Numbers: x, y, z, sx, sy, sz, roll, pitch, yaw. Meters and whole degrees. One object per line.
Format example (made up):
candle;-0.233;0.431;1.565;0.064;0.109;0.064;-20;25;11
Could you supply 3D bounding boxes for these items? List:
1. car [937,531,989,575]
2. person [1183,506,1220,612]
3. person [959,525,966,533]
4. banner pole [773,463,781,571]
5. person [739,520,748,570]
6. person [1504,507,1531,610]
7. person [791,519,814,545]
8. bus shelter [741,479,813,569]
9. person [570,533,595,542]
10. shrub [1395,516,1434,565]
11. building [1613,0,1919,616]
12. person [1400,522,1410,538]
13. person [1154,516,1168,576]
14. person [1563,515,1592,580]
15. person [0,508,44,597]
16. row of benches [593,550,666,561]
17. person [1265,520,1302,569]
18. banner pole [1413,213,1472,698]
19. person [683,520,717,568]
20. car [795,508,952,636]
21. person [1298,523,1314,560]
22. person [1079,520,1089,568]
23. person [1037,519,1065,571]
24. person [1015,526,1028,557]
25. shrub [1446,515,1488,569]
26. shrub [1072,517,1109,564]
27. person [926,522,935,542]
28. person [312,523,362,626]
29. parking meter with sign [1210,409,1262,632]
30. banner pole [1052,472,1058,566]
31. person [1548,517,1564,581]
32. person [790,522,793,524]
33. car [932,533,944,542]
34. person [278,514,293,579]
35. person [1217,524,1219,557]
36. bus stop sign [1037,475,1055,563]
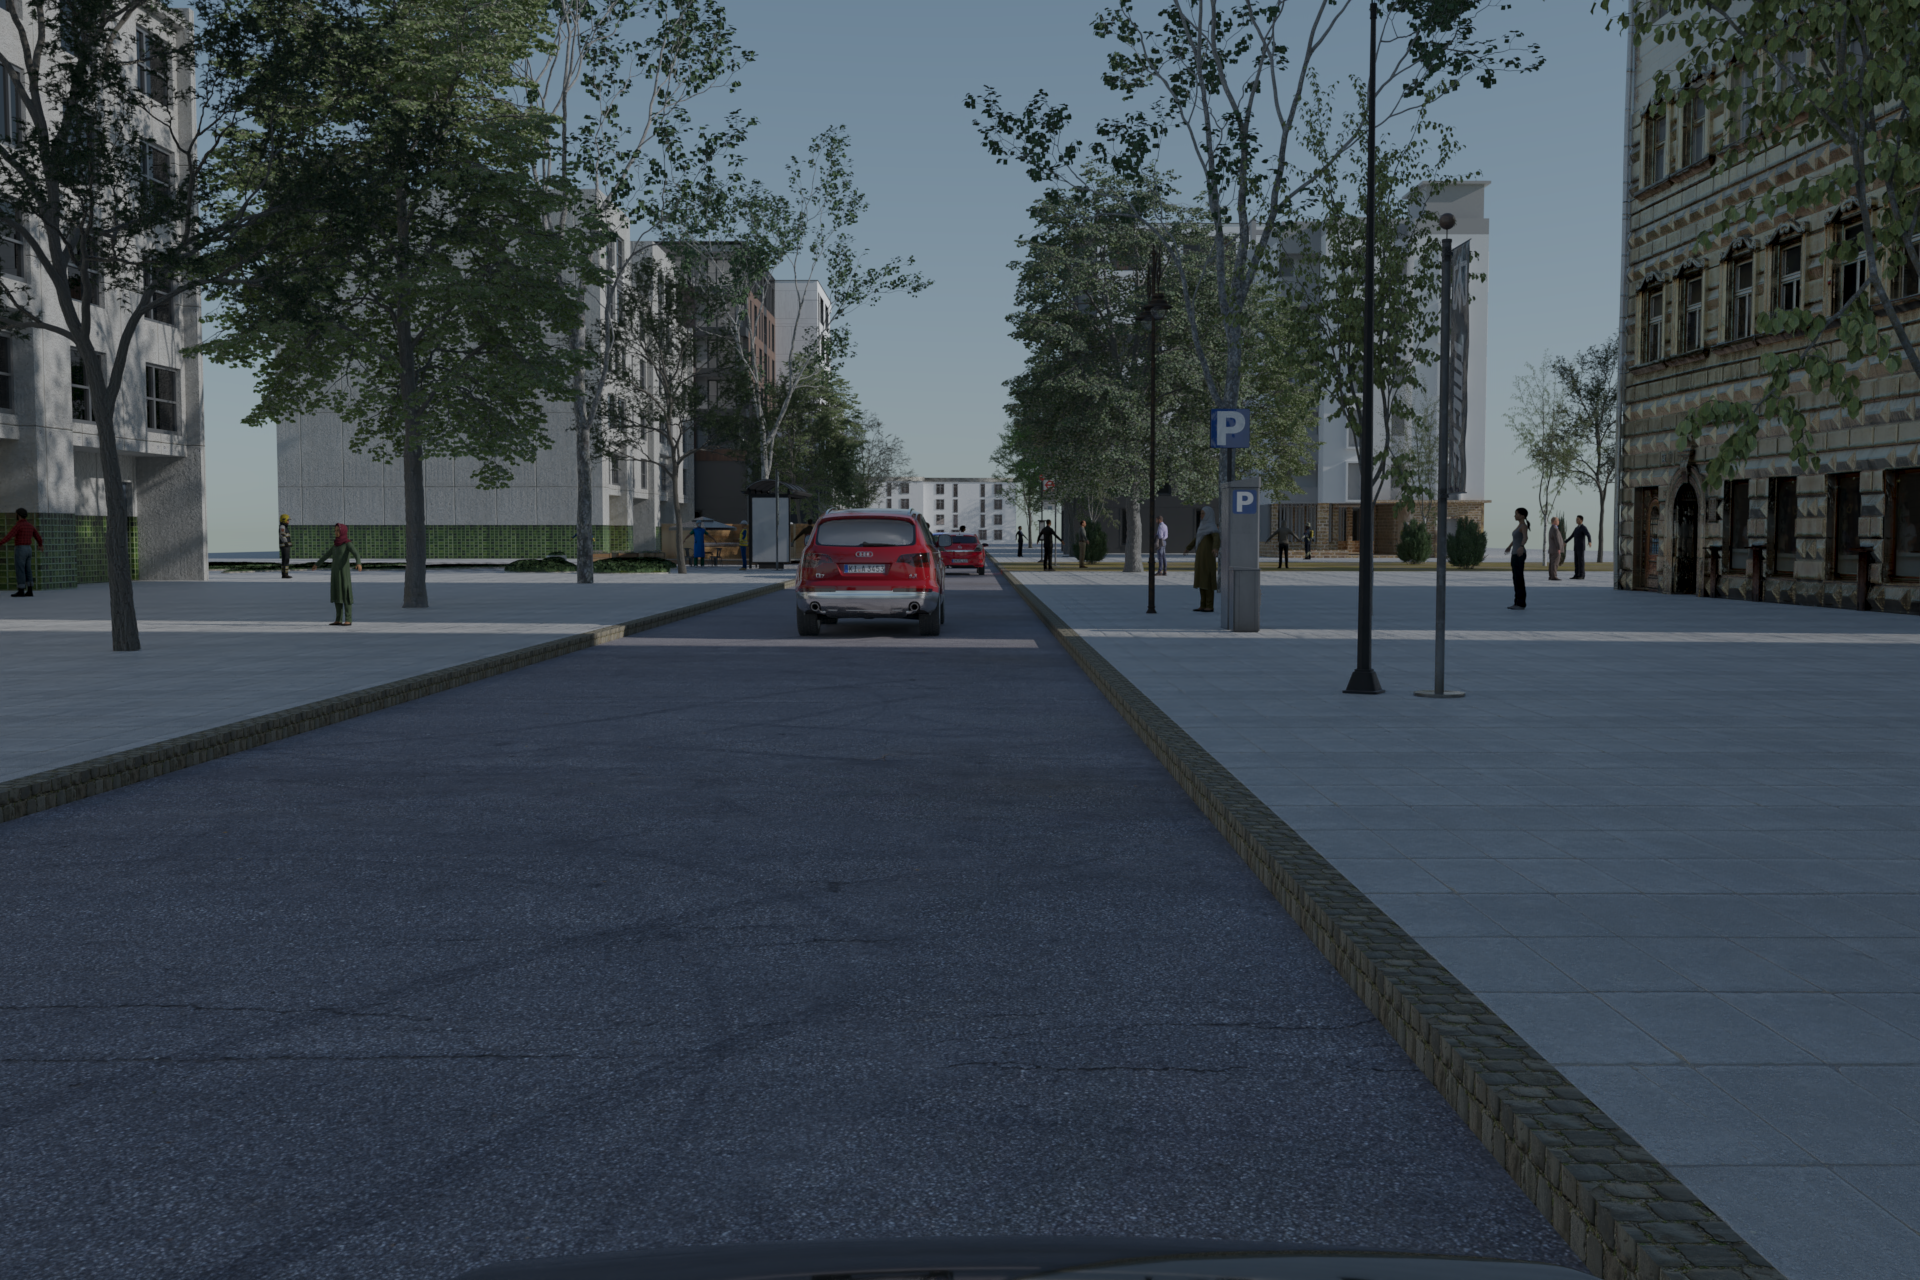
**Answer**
car;-0.036;-3.240;62.010;2.155;1.783;4.494;0;4;-1
person;3.977;-1.329;28.508;0.721;1.736;1.217;-1;4;-17
person;0.164;-4.164;76.684;0.704;1.843;1.345;-1;4;-18
banner pole;-6.444;-4.355;61.228;0.401;3.779;0.863;0;4;2
person;-7.798;-3.385;61.811;0.721;1.772;1.216;-1;4;-8
person;9.452;-1.389;29.515;0.721;1.737;1.217;0;4;7
person;-5.224;-3.322;60.448;1.346;1.812;0.704;0;4;3
bus shelter;-6.965;-4.432;66.394;2.014;3.302;5.546;0;4;2
person;-18.583;-4.856;85.360;1.349;1.833;0.705;1;4;15
shrub;19.220;-4.209;73.238;1.690;2.028;1.600;0;3;0
building;24.240;-12.178;30.040;19.493;23.208;18.063;0;4;0
person;21.390;-4.716;82.879;0.705;1.858;1.354;2;4;32
person;6.041;-2.884;53.070;0.599;1.838;0.709;2;4;24
person;17.489;-2.625;48.973;0.704;1.823;1.345;-1;4;-14
person;-19.153;-1.788;35.345;0.704;1.816;1.345;1;4;13
row of benches;-13.231;-3.200;67.782;1.422;0.672;4.104;3;4;37
person;12.061;-3.574;64.565;1.348;1.813;0.705;0;4;7
banner pole;3.797;-1.429;13.384;0.401;3.779;0.863;0;4;0
person;-9.959;-3.673;66.185;1.347;1.817;0.704;-2;4;-24
car;-1.264;-1.057;25.955;2.281;1.827;5.304;0;4;1
person;17.390;-4.950;86.704;0.705;1.856;1.354;3;5;43
person;4.669;-3.632;65.652;0.705;1.796;1.348;0;4;-6
person;3.108;-3.320;60.508;0.704;1.802;1.346;-3;5;-42
person;3.388;-5.424;95.395;0.721;1.740;1.216;2;4;34
shrub;18.586;-3.624;63.674;1.690;2.028;1.600;0;3;0
shrub;5.535;-4.225;73.505;1.690;2.028;1.600;0;3;0
person;-1.094;-2.820;54.743;0.705;1.806;1.347;-2;4;-32
person;-8.690;-0.916;24.192;0.989;1.438;0.599;2;4;31
parking meter with sign;3.754;-1.656;23.333;0.543;3.016;1.738;0;4;0
banner pole;3.797;-4.807;68.610;0.401;3.779;0.863;0;4;0
person;16.491;-2.527;47.916;0.434;1.755;0.990;1;4;10
person;-8.174;-4.777;83.959;1.347;1.847;0.705;2;4;33
car;-0.825;-4.490;83.006;1.945;1.707;3.694;0;4;-1
person;-19.440;-2.703;49.965;0.704;1.858;1.351;-1;4;-16
person;14.229;-5.468;95.340;0.705;1.837;1.347;-2;4;-23
bus stop sign;3.899;-5.446;77.741;0.855;3.939;0.416;0;4;0
